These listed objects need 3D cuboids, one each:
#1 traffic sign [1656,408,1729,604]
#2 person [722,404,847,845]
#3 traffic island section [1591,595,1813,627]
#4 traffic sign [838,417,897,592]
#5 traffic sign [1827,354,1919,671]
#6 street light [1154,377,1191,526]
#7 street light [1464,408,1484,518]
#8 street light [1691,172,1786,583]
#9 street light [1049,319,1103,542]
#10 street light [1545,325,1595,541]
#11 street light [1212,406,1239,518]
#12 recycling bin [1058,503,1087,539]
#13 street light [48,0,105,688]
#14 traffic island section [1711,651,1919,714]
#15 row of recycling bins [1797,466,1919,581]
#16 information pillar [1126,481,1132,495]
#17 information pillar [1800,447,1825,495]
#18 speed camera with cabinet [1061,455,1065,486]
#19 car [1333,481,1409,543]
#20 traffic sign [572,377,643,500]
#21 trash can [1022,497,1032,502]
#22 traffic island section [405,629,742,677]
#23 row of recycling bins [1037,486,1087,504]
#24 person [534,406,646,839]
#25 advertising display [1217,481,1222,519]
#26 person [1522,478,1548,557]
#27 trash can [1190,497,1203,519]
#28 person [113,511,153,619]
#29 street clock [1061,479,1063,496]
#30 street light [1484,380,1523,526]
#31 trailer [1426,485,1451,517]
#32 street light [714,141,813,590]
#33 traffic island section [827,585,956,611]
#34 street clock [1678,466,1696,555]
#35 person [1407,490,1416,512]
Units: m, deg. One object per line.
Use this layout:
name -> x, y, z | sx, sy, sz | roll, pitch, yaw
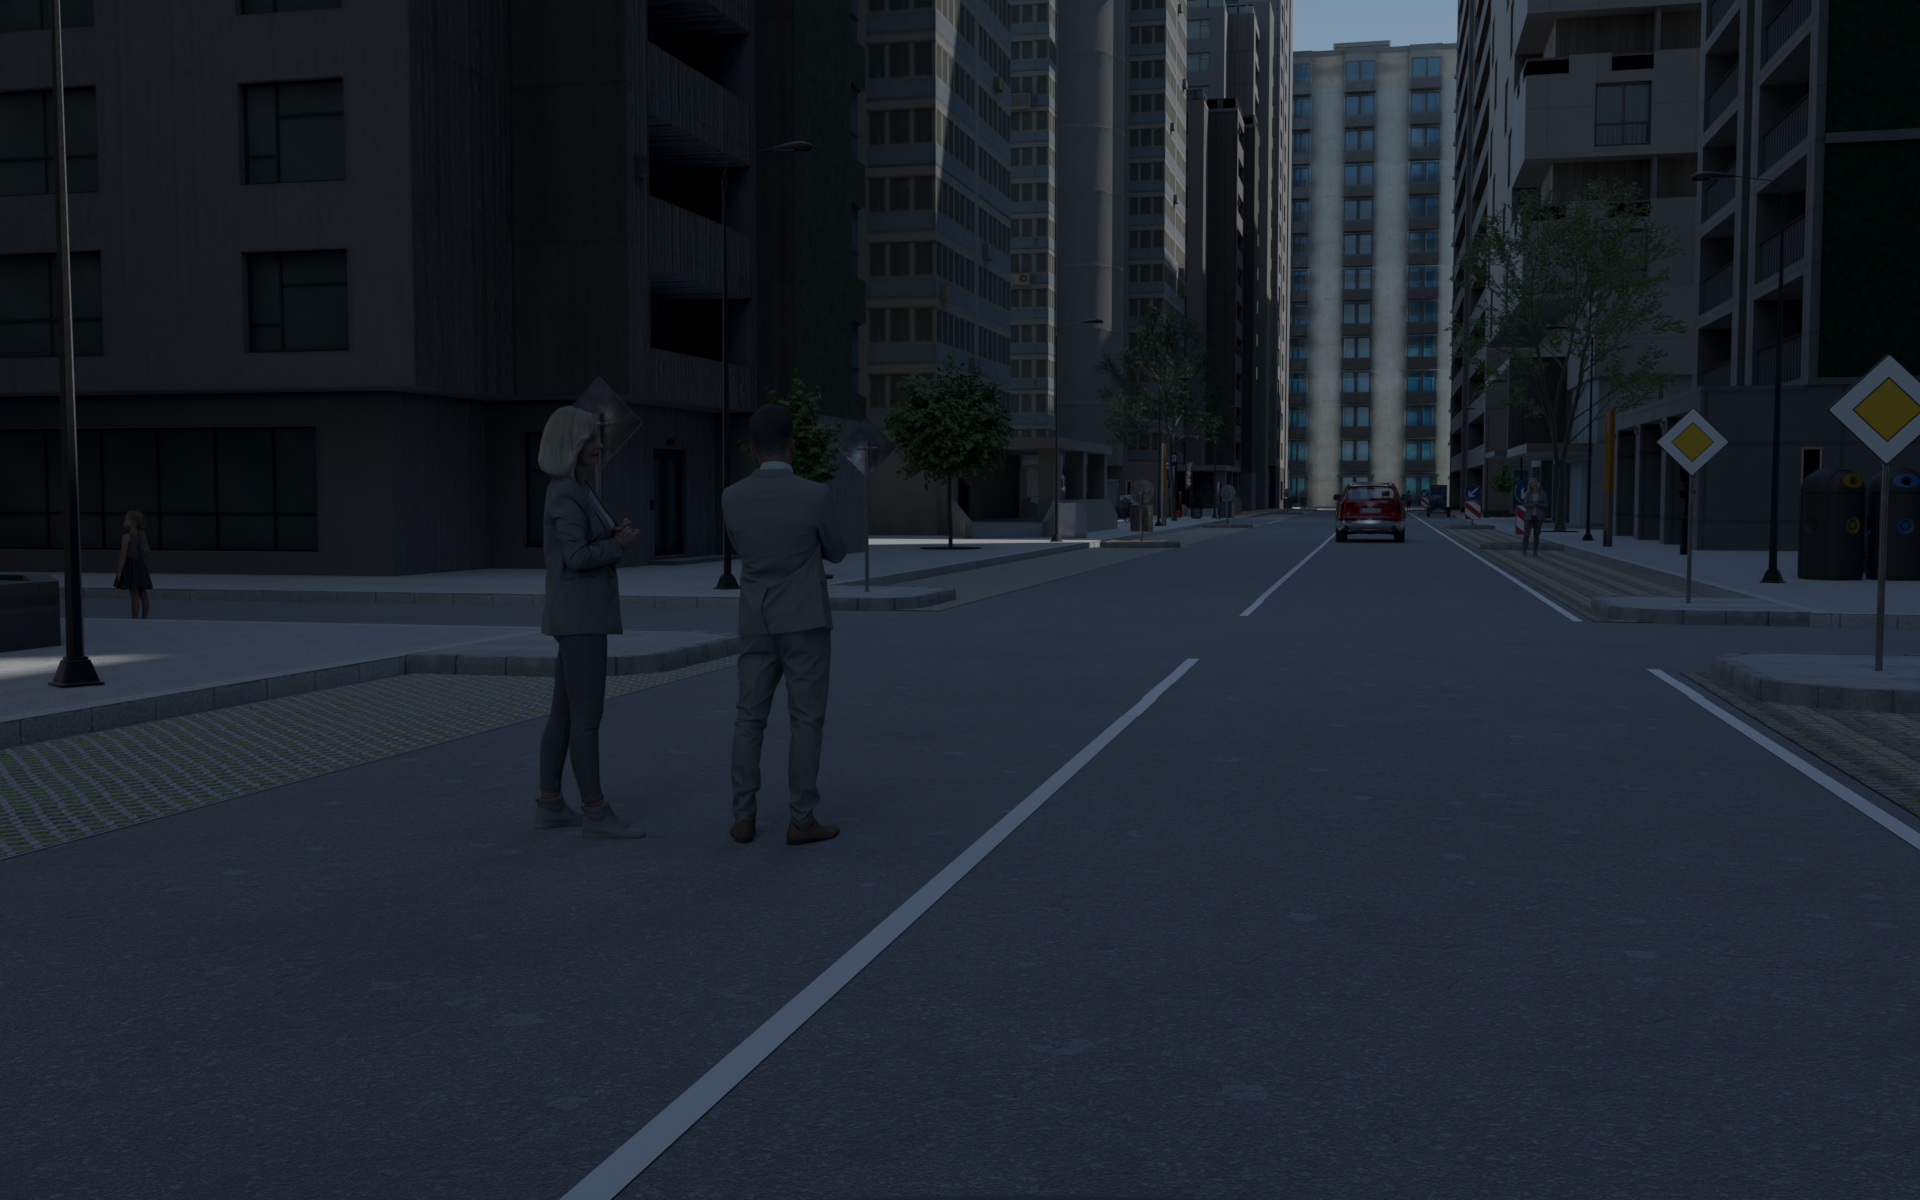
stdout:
traffic sign -> 8.542, -1.016, 20.257 | 0.795, 2.450, 0.064 | 1, 4, 14
person -> -0.726, 0.089, 7.229 | 0.511, 1.800, 0.466 | 0, 4, 3
traffic island section -> 8.566, 0.119, 20.328 | 2.009, 0.180, 2.903 | 1, 4, 14
traffic sign -> -1.216, -1.162, 22.635 | 0.795, 2.450, 0.064 | 1, 4, 14
traffic sign -> 6.660, -0.541, 12.496 | 0.795, 2.450, 0.064 | 1, 4, 14
street light -> 8.452, -5.892, 68.871 | 1.470, 5.913, 1.316 | 1, 4, 14
street light -> 27.732, -7.362, 92.903 | 1.470, 5.913, 1.316 | 1, 4, 14
street light -> 11.230, -3.209, 25.008 | 1.470, 5.913, 1.316 | 1, 4, 14
street light -> 3.110, -4.505, 46.201 | 1.470, 5.913, 1.316 | 1, 4, 14
street light -> 16.761, -4.593, 47.632 | 1.470, 5.913, 1.316 | 1, 4, 14
street light -> 14.017, -7.275, 91.487 | 1.470, 5.913, 1.316 | 1, 4, 14
recycling bin -> 3.225, -2.316, 50.423 | 0.722, 1.027, 0.722 | 2, 4, 34
street light -> -5.405, -2.371, 11.309 | 1.470, 5.913, 1.316 | 1, 4, 14
traffic island section -> 6.684, 0.594, 12.568 | 2.009, 0.180, 2.903 | 1, 4, 14
row of recycling bins -> 14.401, -1.140, 25.756 | 3.534, 1.692, 1.069 | 1, 4, 13
information pillar -> 9.516, -5.693, 97.570 | 0.304, 2.012, 0.304 | 0, 4, 4
information pillar -> 13.325, -1.384, 27.118 | 0.304, 2.012, 0.304 | 2, 4, 31
speed camera with cabinet -> 5.837, -5.697, 87.489 | 2.038, 3.252, 0.660 | 1, 4, 18
car -> 12.539, -2.704, 52.890 | 2.281, 1.827, 5.304 | 1, 4, 14
traffic sign -> -3.098, -0.687, 14.874 | 0.795, 2.450, 0.064 | 1, 4, 14
trash can -> 3.026, -4.274, 81.526 | 0.748, 1.137, 0.748 | 0, 3, 0
traffic island section -> -3.123, 0.449, 14.942 | 2.009, 0.180, 2.903 | 1, 4, 14
row of recycling bins -> 5.465, -4.769, 85.085 | 3.534, 1.692, 1.069 | 1, 4, 21
person -> -1.564, 0.079, 7.394 | 0.526, 1.800, 0.537 | 0, 4, 3
advertising display -> 13.293, -5.108, 88.729 | 0.123, 1.923, 0.974 | 0, 4, 2
person -> 12.961, -1.856, 39.022 | 0.537, 1.800, 0.526 | 1, 4, 21
trash can -> 12.333, -4.809, 90.281 | 0.748, 1.137, 0.748 | 0, 3, 0
person -> -8.781, -0.317, 18.359 | 0.373, 1.253, 0.362 | 1, 4, 17
street clock -> 4.646, -4.695, 81.331 | 0.358, 2.002, 0.471 | 2, 4, 24
street light -> 22.212, -5.978, 70.276 | 1.470, 5.913, 1.316 | 1, 4, 14
trailer -> 29.863, -6.180, 108.088 | 1.471, 1.999, 3.904 | 1, 4, 15
street light -> -2.617, -3.092, 23.101 | 1.470, 5.913, 1.316 | 1, 4, 14
traffic island section -> -1.241, -0.026, 22.703 | 2.009, 0.180, 2.903 | 1, 4, 14
street clock -> 15.308, -1.953, 36.495 | 0.358, 2.002, 0.471 | 1, 4, 12
person -> 35.693, -7.843, 137.517 | 0.721, 1.735, 1.217 | -2, 4, -31
